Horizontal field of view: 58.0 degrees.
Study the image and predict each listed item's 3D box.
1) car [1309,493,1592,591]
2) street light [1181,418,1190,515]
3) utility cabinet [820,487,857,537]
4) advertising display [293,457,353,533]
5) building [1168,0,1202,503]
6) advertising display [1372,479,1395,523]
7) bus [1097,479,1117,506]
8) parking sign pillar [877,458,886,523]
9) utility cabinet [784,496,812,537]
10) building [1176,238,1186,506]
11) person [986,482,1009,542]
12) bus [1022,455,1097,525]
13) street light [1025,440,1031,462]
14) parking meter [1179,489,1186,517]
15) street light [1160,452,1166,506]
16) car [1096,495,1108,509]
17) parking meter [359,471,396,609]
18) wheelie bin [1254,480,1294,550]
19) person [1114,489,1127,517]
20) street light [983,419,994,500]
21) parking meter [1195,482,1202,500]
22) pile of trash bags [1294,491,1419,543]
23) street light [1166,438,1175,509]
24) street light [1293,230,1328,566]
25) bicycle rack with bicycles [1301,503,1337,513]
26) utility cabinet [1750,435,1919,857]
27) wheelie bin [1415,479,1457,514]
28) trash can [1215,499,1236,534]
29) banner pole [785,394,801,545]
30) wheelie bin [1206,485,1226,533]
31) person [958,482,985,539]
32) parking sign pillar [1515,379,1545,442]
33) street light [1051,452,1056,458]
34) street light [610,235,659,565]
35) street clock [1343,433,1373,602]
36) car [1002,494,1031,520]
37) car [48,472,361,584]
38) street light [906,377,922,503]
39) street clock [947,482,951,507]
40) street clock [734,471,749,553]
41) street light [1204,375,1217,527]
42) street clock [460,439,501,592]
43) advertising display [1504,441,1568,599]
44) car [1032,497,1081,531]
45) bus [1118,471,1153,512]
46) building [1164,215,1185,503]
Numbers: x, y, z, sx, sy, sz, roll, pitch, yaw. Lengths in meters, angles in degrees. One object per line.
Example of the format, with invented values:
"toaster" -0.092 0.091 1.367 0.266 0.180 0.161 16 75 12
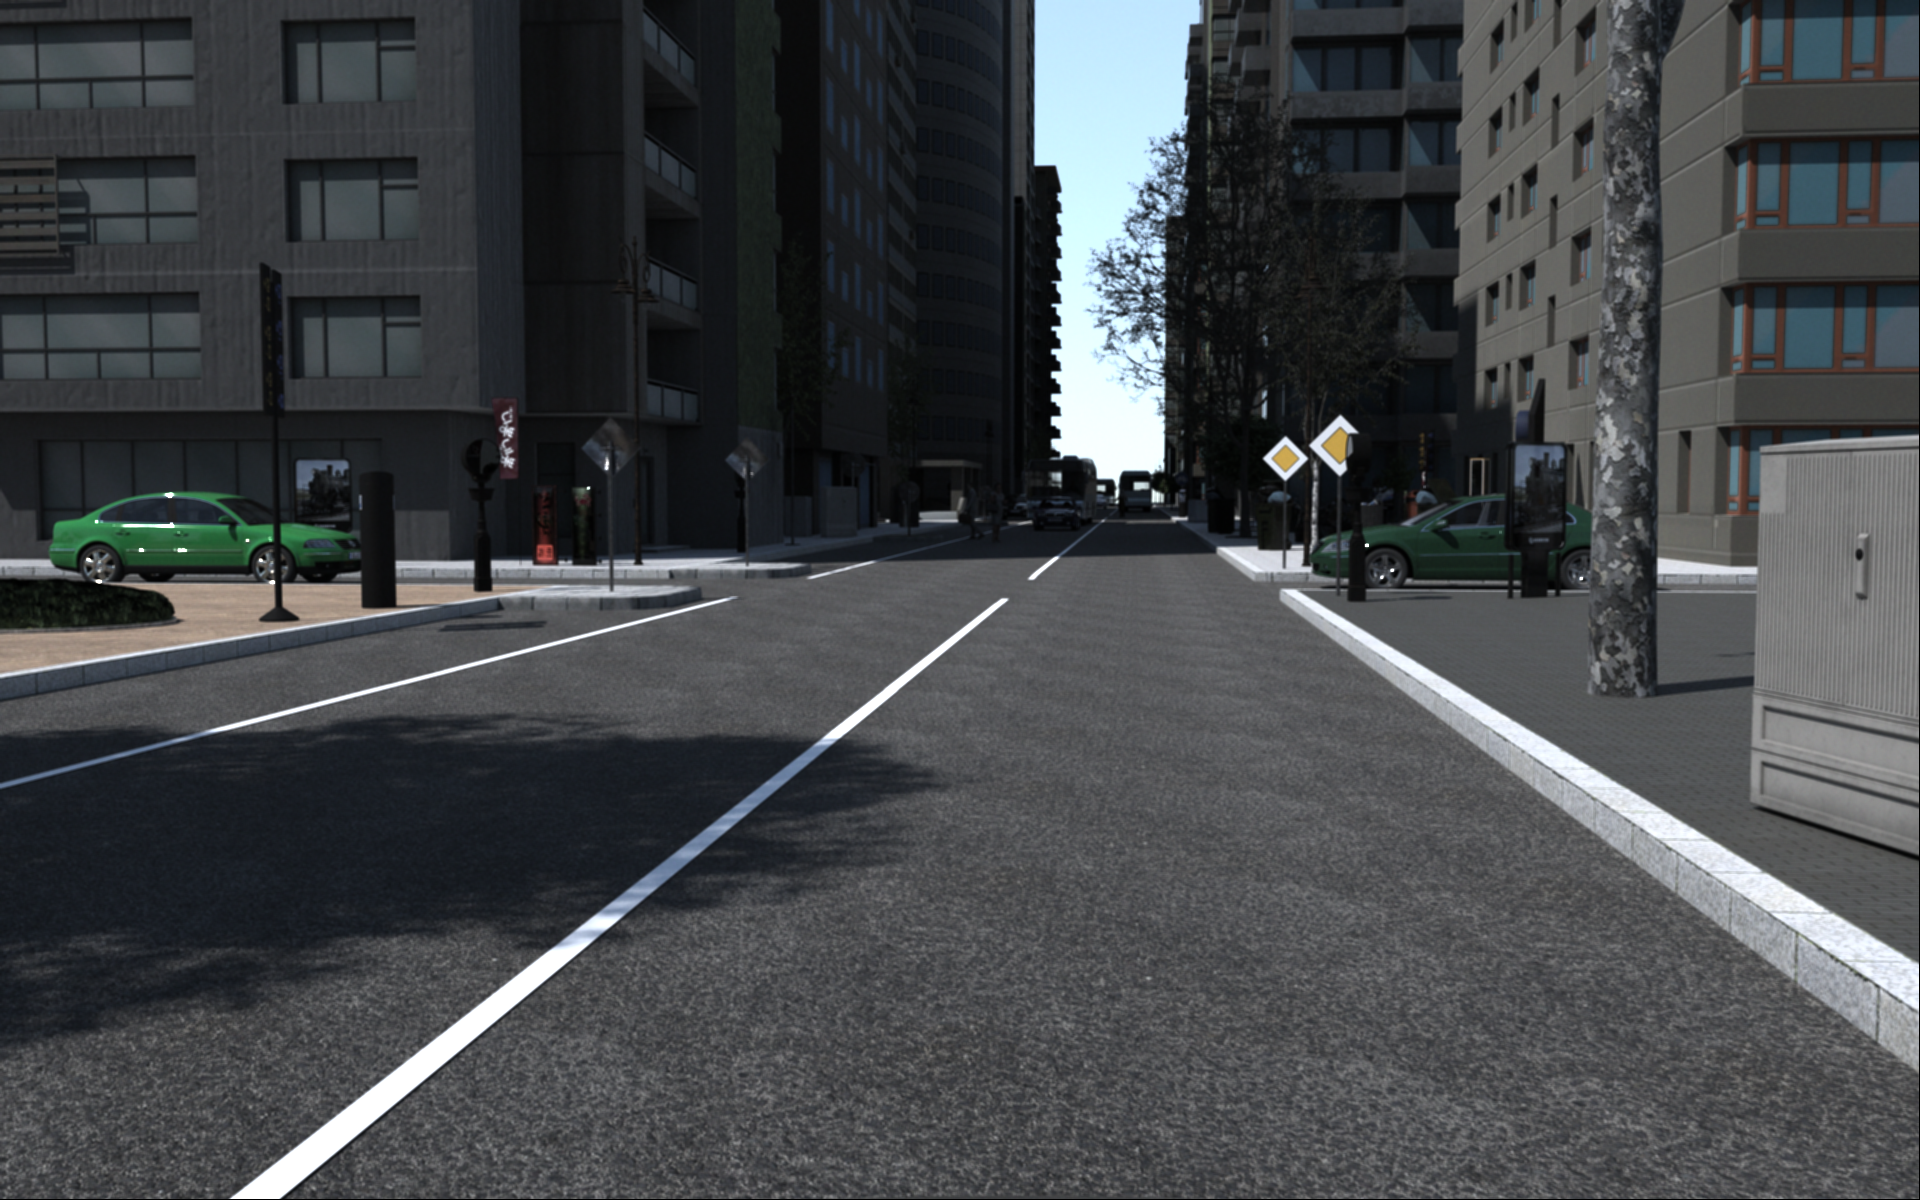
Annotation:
"car" 7.731 -0.863 25.914 4.920 1.459 2.131 0 4 7
"street light" 13.811 -8.190 106.692 0.468 5.910 1.993 0 4 6
"utility cabinet" -3.573 -2.600 51.194 1.173 1.500 0.318 -3 5 -43
"advertising display" -11.300 -1.561 30.732 0.974 1.923 0.123 -2 4 -30
"building" 39.571 -56.154 230.786 22.319 86.520 31.000 0 4 6
"advertising display" 17.594 -4.079 71.908 0.974 1.923 0.123 3 4 38
"bus" 17.002 -12.791 203.990 2.948 3.499 13.247 0 4 5
"parking sign pillar" -4.075 -5.496 78.332 1.447 3.967 1.447 1 4 22
"utility cabinet" -4.846 -2.496 51.963 0.306 1.237 1.020 -3 5 -43
"building" 31.563 -25.950 195.977 14.160 30.474 14.107 0 4 6
"person" 1.093 -2.620 51.690 0.716 1.782 0.532 -2 4 -33
"bus" 4.911 -5.340 82.172 2.948 3.499 13.247 0 4 7
"street light" 5.721 -10.496 144.397 0.468 5.910 1.993 0 4 6
"parking meter" 12.276 -5.329 95.536 0.372 1.533 0.369 0 3 0
"street light" 21.316 -12.686 180.208 0.468 5.910 1.993 0 4 6
"car" 13.250 -9.482 167.392 2.083 1.381 4.827 0 4 4
"parking meter" -6.570 -0.681 19.543 0.372 1.533 0.369 0 3 0
"wheelie bin" 7.184 -1.941 39.638 0.693 1.594 0.980 -3 4 -37
"person" 9.973 -5.992 107.198 0.721 1.736 1.217 3 5 44
"street light" 1.913 -8.223 107.226 0.468 5.910 1.993 0 4 6
"parking meter" 11.376 -4.709 82.696 0.255 1.863 0.399 1 4 22
"pile of trash bags" 10.656 -2.197 45.673 3.447 1.369 1.912 0 4 -5
"street light" 17.580 -10.447 143.591 0.468 5.910 1.993 0 4 6
"street light" 6.165 -3.537 30.623 0.468 5.910 1.993 0 4 6
"bicycle rack with bicycles" 14.253 -3.218 65.996 2.852 0.926 2.925 -2 4 -30
"utility cabinet" 3.422 0.136 6.458 0.318 1.500 1.173 0 4 -6
"wheelie bin" 9.759 -1.689 35.525 0.980 1.594 0.693 -3 4 -38
"trash can" 8.518 -2.689 55.623 0.748 1.137 0.748 0 3 0
"banner pole" -4.221 -3.277 43.590 0.401 3.779 0.863 0 4 -6
"wheelie bin" 8.517 -3.042 57.648 0.693 1.594 0.980 0 4 7
"person" 0.359 -2.834 54.951 0.853 1.813 0.709 0 4 -2
"parking sign pillar" 13.163 -3.153 40.022 1.447 3.967 1.447 2 4 27
"street light" 10.423 -13.281 189.936 0.468 5.910 1.993 0 4 6
"street light" -5.816 -3.569 31.144 0.468 5.910 1.993 0 4 6
"street clock" 4.743 -0.984 20.656 0.358 2.002 0.471 0 4 2
"car" 3.177 -5.333 96.980 2.009 1.686 4.222 0 4 4
"car" -11.778 -1.130 27.269 4.718 1.807 1.959 0 4 4
"street light" -1.818 -5.851 68.456 0.468 5.910 1.993 0 4 6
"street clock" -0.600 -6.200 105.938 0.358 2.002 0.471 1 4 21
"street clock" -4.787 -2.044 37.985 0.358 2.002 0.471 -1 4 -17
"street light" 9.718 -5.778 67.259 0.468 5.910 1.993 0 4 6
"street clock" -6.284 -1.113 22.761 0.471 2.002 0.358 -2 4 -33
"advertising display" 7.129 -0.993 21.450 0.974 1.923 0.123 -2 4 -31
"car" 3.875 -3.446 68.915 1.945 1.354 3.894 0 4 6
"bus" 14.442 -9.024 142.396 2.948 3.499 13.247 0 4 6
"building" 37.224 -34.950 255.023 14.154 41.232 14.086 0 4 6
